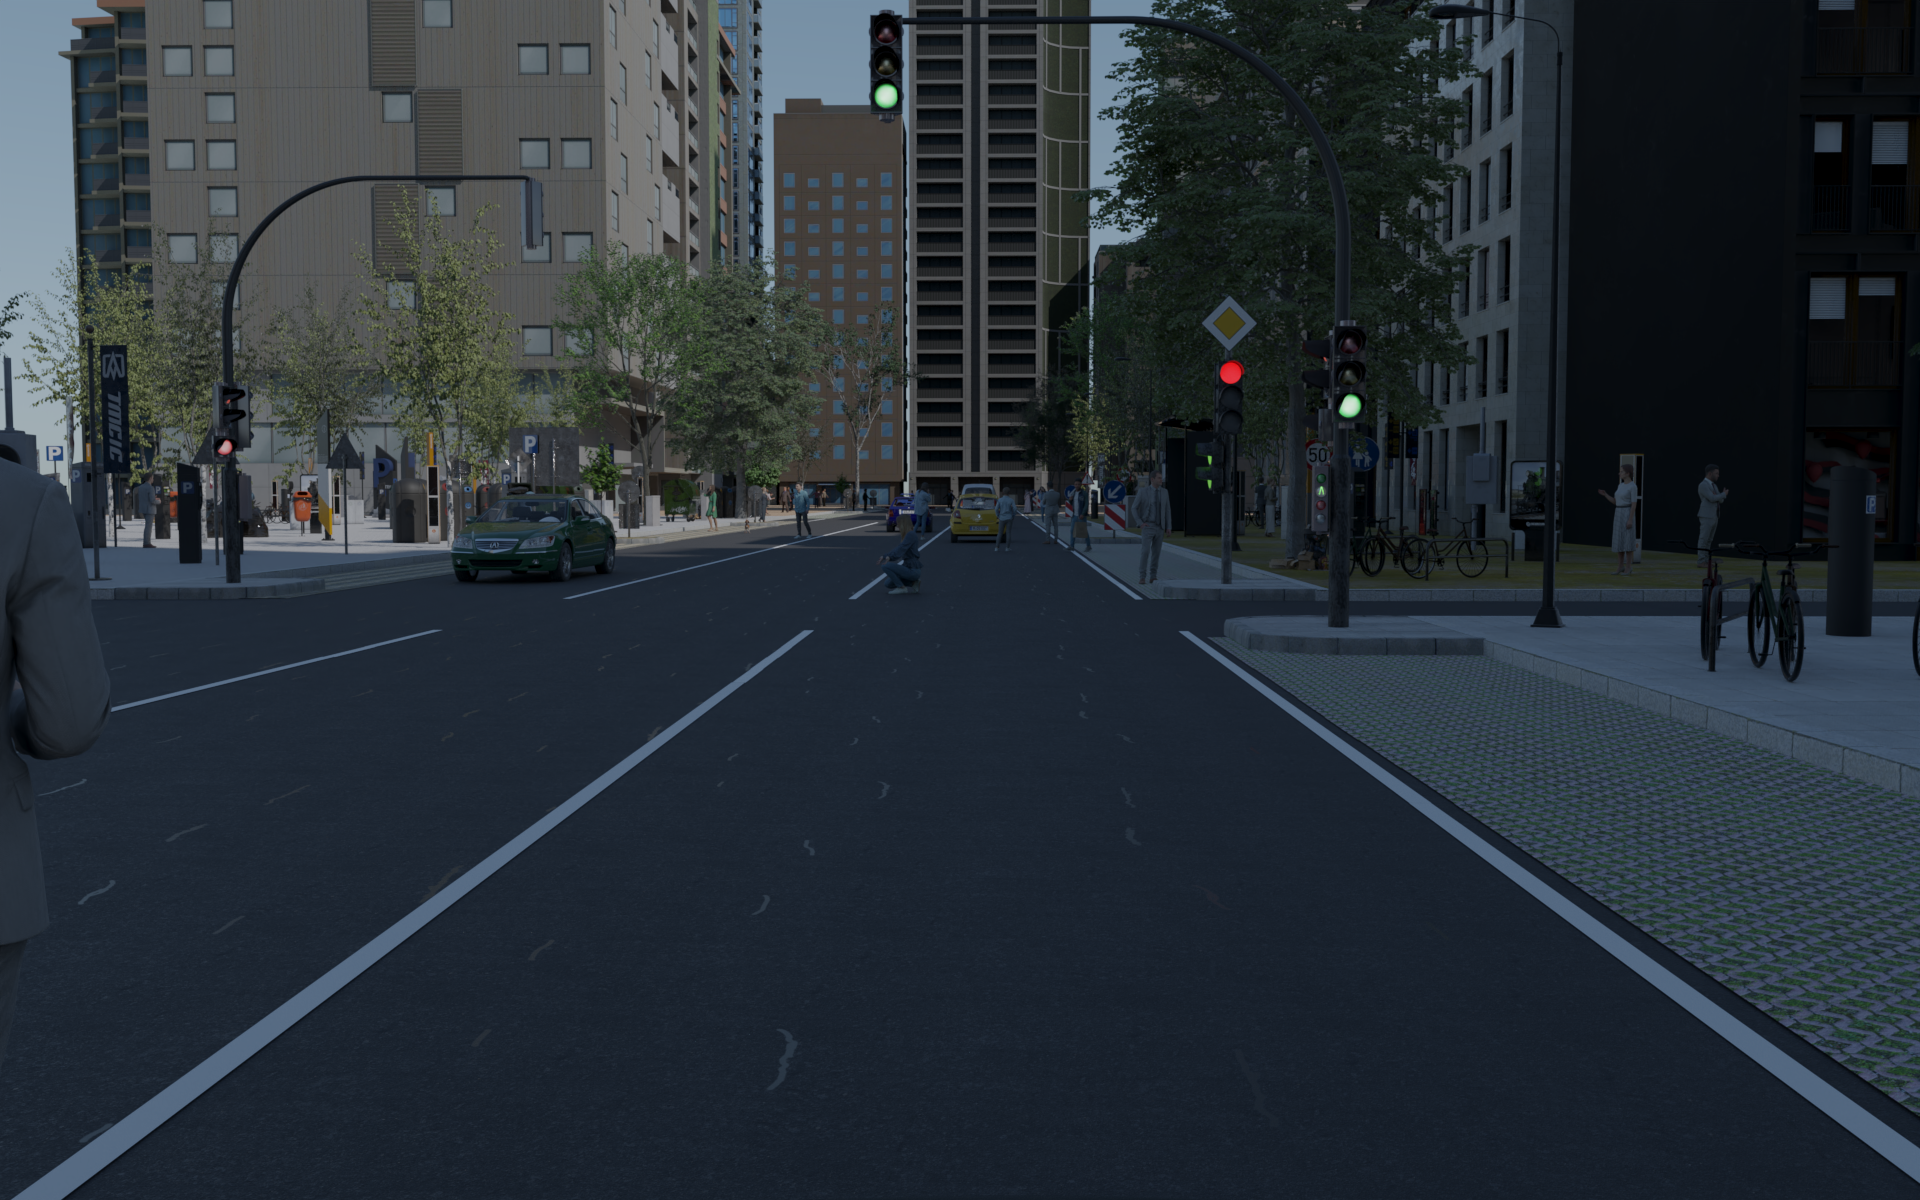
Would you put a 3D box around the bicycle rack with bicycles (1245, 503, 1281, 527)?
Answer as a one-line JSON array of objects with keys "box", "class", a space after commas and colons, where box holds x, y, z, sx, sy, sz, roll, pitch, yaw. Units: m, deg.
[{"box": [12.292, -3.345, 68.073, 2.925, 0.926, 2.852, -2, 4, -27], "class": "bicycle rack with bicycles"}]

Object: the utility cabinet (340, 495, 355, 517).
[{"box": [-33.737, -5.149, 95.354, 0.306, 1.237, 1.020, 1, 4, 16], "class": "utility cabinet"}]

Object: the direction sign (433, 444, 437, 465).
[{"box": [-24.031, -5.314, 78.883, 0.379, 3.537, 0.876, 1, 4, 10], "class": "direction sign"}]

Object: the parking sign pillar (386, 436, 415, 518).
[{"box": [-26.044, -5.700, 81.671, 1.447, 3.967, 1.447, -2, 4, -27], "class": "parking sign pillar"}]

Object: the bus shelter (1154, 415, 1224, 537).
[{"box": [7.238, -3.861, 54.417, 1.731, 3.624, 6.357, 0, 4, 1], "class": "bus shelter"}]

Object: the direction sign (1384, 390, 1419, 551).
[{"box": [9.679, -2.808, 37.911, 0.876, 3.537, 0.379, -2, 4, -28], "class": "direction sign"}]

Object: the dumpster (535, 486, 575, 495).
[{"box": [-13.875, -3.393, 57.966, 1.502, 2.255, 1.985, 0, 4, 1], "class": "dumpster"}]

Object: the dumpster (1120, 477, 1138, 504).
[{"box": [9.732, -5.865, 98.390, 1.502, 2.255, 1.985, 0, 4, 1], "class": "dumpster"}]

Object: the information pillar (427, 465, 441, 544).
[{"box": [-13.528, -2.448, 44.519, 0.304, 2.012, 0.304, -1, 4, -14], "class": "information pillar"}]

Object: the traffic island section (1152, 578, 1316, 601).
[{"box": [3.826, -0.150, 24.732, 2.009, 0.180, 2.903, 0, 4, 1], "class": "traffic island section"}]

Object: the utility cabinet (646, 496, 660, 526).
[{"box": [-12.245, -3.540, 69.040, 0.306, 1.237, 1.020, 0, 4, 7], "class": "utility cabinet"}]

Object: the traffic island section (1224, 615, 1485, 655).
[{"box": [3.669, 0.338, 16.749, 2.009, 0.180, 2.903, 0, 4, 1], "class": "traffic island section"}]

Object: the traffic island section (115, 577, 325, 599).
[{"box": [-10.513, -0.167, 25.018, 2.009, 0.180, 2.903, 0, 4, 1], "class": "traffic island section"}]

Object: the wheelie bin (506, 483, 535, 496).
[{"box": [-11.996, -2.409, 47.302, 0.980, 1.594, 0.693, 0, 4, -3], "class": "wheelie bin"}]

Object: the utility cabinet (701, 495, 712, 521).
[{"box": [-12.302, -4.462, 84.122, 0.306, 1.237, 1.020, 0, 4, 7], "class": "utility cabinet"}]

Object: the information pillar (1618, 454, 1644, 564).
[{"box": [12.320, -1.671, 31.816, 0.304, 2.012, 0.304, -3, 5, -40], "class": "information pillar"}]

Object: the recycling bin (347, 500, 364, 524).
[{"box": [-25.893, -3.757, 73.979, 0.722, 1.027, 0.722, -2, 4, -27], "class": "recycling bin"}]

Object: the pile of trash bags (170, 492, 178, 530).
[{"box": [-27.119, -3.243, 62.779, 1.912, 1.369, 3.447, 3, 4, 38], "class": "pile of trash bags"}]

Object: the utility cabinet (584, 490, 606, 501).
[{"box": [-18.184, -4.753, 86.388, 0.318, 1.500, 1.173, 2, 4, 33], "class": "utility cabinet"}]

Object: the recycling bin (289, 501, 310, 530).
[{"box": [-23.666, -3.037, 62.201, 0.722, 1.027, 0.722, -1, 4, -18], "class": "recycling bin"}]

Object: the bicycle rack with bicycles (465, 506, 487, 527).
[{"box": [-15.804, -2.479, 53.911, 2.852, 0.926, 2.925, 2, 4, 26], "class": "bicycle rack with bicycles"}]

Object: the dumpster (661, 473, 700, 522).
[{"box": [-12.862, -4.723, 79.711, 1.502, 2.255, 1.985, 0, 4, 1], "class": "dumpster"}]

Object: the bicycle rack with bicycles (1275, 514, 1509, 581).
[{"box": [6.963, -0.822, 26.825, 2.925, 0.926, 2.852, -2, 4, -31], "class": "bicycle rack with bicycles"}]

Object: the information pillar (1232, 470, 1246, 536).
[{"box": [8.620, -3.002, 53.574, 0.304, 2.012, 0.304, 3, 5, 43], "class": "information pillar"}]

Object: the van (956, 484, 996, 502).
[{"box": [0.811, -4.033, 72.946, 2.013, 2.044, 4.112, 0, 4, 2], "class": "van"}]

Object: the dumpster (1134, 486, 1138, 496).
[{"box": [8.606, -4.463, 78.728, 1.264, 1.857, 1.865, 0, 4, 1], "class": "dumpster"}]

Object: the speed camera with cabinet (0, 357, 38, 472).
[{"box": [-14.433, -1.867, 24.857, 2.038, 3.252, 0.660, -1, 4, -12], "class": "speed camera with cabinet"}]

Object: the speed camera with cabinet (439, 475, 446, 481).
[{"box": [-25.920, -5.568, 85.375, 0.660, 3.252, 2.038, 0, 4, 8], "class": "speed camera with cabinet"}]

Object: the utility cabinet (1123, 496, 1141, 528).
[{"box": [6.717, -3.399, 66.739, 1.020, 1.237, 0.306, -3, 5, -43], "class": "utility cabinet"}]

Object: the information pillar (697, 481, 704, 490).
[{"box": [-14.680, -5.714, 97.912, 0.304, 2.012, 0.304, 2, 4, 28], "class": "information pillar"}]

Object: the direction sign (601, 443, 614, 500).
[{"box": [-15.749, -5.218, 77.314, 0.876, 3.537, 0.379, 2, 4, 34], "class": "direction sign"}]

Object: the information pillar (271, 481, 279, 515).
[{"box": [-37.999, -5.603, 96.105, 0.304, 2.012, 0.304, -1, 4, -10], "class": "information pillar"}]

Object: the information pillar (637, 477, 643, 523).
[{"box": [-14.080, -4.422, 76.790, 0.304, 2.012, 0.304, 2, 4, 30], "class": "information pillar"}]

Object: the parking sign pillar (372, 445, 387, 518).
[{"box": [-31.198, -6.455, 94.010, 1.447, 3.967, 1.447, 1, 4, 19], "class": "parking sign pillar"}]

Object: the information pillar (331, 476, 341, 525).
[{"box": [-25.770, -4.095, 71.443, 0.304, 2.012, 0.304, 3, 5, 44], "class": "information pillar"}]

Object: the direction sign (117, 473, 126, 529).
[{"box": [-30.613, -4.345, 63.034, 0.876, 3.537, 0.379, 3, 4, 37], "class": "direction sign"}]

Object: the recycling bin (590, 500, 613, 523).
[{"box": [-14.606, -3.549, 70.586, 0.722, 1.027, 0.722, 1, 4, 15], "class": "recycling bin"}]

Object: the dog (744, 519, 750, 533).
[{"box": [-7.804, -2.700, 63.434, 0.540, 0.507, 0.406, 3, 5, 44], "class": "dog"}]

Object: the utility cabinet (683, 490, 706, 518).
[{"box": [-13.869, -4.996, 90.365, 1.173, 1.500, 0.318, -1, 4, -22], "class": "utility cabinet"}]

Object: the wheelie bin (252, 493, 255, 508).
[{"box": [-22.840, -2.883, 55.038, 0.693, 1.594, 0.980, 1, 4, 17], "class": "wheelie bin"}]

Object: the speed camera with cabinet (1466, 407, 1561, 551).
[{"box": [12.590, -2.754, 39.363, 2.038, 3.252, 0.660, 1, 4, 22], "class": "speed camera with cabinet"}]

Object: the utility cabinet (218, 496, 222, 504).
[{"box": [-32.190, -3.964, 75.968, 0.306, 1.237, 1.020, 0, 4, 4], "class": "utility cabinet"}]

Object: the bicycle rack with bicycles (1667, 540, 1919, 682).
[{"box": [6.455, 0.042, 12.689, 2.852, 0.926, 2.925, 2, 4, 34], "class": "bicycle rack with bicycles"}]

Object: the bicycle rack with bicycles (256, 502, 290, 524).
[{"box": [-29.514, -3.766, 74.960, 2.925, 0.926, 2.852, 0, 4, -1], "class": "bicycle rack with bicycles"}]

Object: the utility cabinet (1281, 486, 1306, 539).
[{"box": [9.577, -2.441, 48.583, 1.173, 1.500, 0.318, -2, 4, -28], "class": "utility cabinet"}]

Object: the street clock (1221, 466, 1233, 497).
[{"box": [6.792, -2.410, 43.974, 0.471, 2.002, 0.358, 0, 4, 7], "class": "street clock"}]

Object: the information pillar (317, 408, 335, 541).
[{"box": [-17.444, -3.438, 47.564, 0.504, 3.616, 0.183, 2, 4, 33], "class": "information pillar"}]

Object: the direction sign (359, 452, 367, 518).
[{"box": [-31.941, -6.151, 92.572, 0.379, 3.537, 0.876, -2, 4, -34], "class": "direction sign"}]

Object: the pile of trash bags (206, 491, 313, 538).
[{"box": [-21.134, -2.566, 51.708, 3.447, 1.369, 1.912, -2, 4, -26], "class": "pile of trash bags"}]
